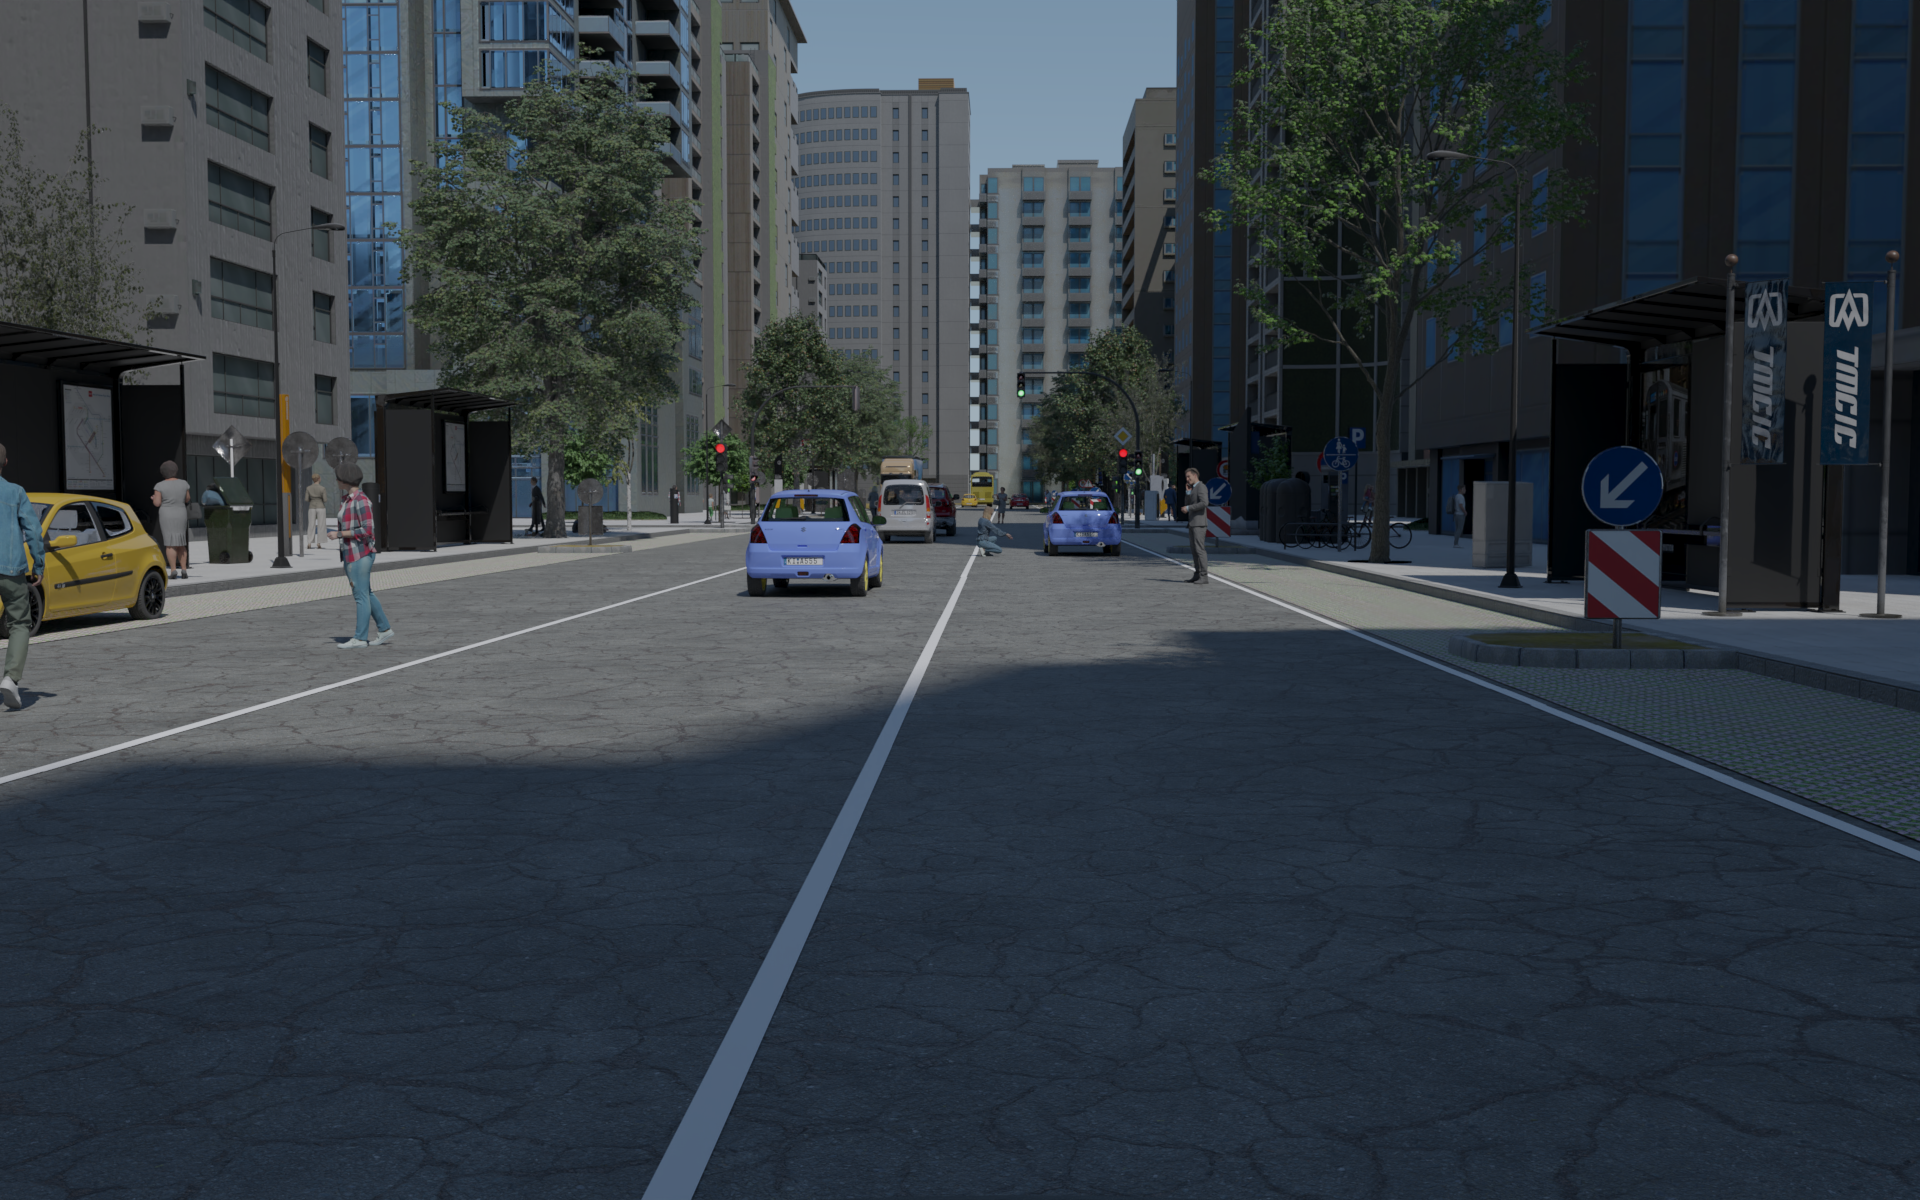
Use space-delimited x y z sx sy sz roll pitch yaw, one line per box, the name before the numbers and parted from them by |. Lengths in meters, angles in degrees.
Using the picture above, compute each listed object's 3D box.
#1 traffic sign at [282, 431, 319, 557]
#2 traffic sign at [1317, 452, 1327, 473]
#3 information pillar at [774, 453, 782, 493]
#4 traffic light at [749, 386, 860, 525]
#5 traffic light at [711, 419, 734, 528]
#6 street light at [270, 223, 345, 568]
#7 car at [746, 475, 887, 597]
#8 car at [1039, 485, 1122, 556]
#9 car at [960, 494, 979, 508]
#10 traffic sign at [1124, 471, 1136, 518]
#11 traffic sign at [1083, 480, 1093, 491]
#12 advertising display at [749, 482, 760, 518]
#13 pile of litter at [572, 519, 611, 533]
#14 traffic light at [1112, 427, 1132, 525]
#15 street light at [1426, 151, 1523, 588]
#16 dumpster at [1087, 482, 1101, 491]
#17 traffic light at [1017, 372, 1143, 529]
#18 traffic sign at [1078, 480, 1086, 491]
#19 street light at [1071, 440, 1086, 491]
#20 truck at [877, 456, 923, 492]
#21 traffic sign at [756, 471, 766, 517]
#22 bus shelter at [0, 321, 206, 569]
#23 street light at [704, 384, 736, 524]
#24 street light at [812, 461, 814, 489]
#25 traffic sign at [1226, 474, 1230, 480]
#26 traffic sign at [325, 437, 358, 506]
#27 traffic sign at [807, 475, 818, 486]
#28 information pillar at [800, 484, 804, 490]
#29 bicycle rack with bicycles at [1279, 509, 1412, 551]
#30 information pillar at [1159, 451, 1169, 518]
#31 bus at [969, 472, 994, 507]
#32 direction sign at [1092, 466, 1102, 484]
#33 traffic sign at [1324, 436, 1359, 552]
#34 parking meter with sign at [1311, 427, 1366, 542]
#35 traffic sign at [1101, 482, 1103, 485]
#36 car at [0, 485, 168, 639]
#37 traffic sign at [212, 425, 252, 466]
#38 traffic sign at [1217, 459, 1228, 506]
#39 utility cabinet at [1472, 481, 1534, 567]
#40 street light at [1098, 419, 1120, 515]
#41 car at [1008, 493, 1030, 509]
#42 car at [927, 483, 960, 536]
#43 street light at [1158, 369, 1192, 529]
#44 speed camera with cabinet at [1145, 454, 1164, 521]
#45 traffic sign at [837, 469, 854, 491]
traffic sign | -13.382 -2.143 35.137 0.768 2.556 0.104 0 4 3
traffic sign | 10.626 -3.038 49.777 0.768 2.556 0.104 1 4 11
information pillar | -10.317 -6.555 98.532 0.504 3.616 0.183 2 4 25
traffic light | -6.587 -5.996 72.699 4.771 5.953 1.251 0 4 1
traffic light | -8.882 -4.637 64.734 0.839 4.253 0.868 0 4 1
street light | -11.242 -3.506 29.871 1.470 5.913 1.316 0 4 1
car | -2.078 -0.974 25.512 1.945 1.707 3.694 0 4 2
car | 2.874 -1.933 41.200 1.945 1.707 3.694 0 3 0
car | 1.017 -10.656 184.447 2.015 1.641 3.980 0 4 1
traffic sign | 9.228 -5.716 93.563 0.768 2.556 0.104 0 4 7
traffic sign | 10.388 -8.575 140.202 0.884 2.594 0.081 0 4 4
advertising display | -10.970 -5.324 92.258 0.123 1.923 0.974 1 4 22
pile of litter | -12.157 -2.652 57.326 1.176 0.858 1.719 2 4 34
traffic light | 6.776 -5.102 72.343 0.839 4.253 0.868 0 4 1
street light | 7.008 -3.123 23.600 1.470 5.913 1.316 0 4 1
dumpster | 11.347 -8.705 144.825 1.502 2.255 1.985 0 4 2
traffic light | 4.481 -5.480 64.271 4.771 5.953 1.251 0 4 1
traffic sign | 10.411 -8.963 146.648 0.768 2.556 0.104 0 4 5
street light | 10.160 -10.689 147.301 1.470 5.913 1.316 0 4 1
truck | -4.368 -8.571 129.046 2.839 4.237 11.283 0 4 3
traffic sign | -11.246 -5.920 96.890 0.768 2.556 0.104 0 4 2
bus shelter | -13.788 -2.159 26.588 1.731 3.624 6.357 0 4 2
street light | -10.129 -6.147 73.044 1.470 5.913 1.316 0 4 1
street light | -9.083 -8.615 113.388 1.470 5.913 1.316 0 4 1
traffic sign | 10.201 -3.882 63.475 0.884 2.594 0.081 0 4 7
traffic sign | -13.794 -2.356 38.632 0.768 2.556 0.104 0 4 4
traffic sign | -9.775 -7.022 114.908 0.768 2.556 0.104 0 4 8
information pillar | -11.273 -8.030 122.638 0.504 3.616 0.183 2 4 27
bicycle rack with bicycles | 8.718 -1.655 40.448 2.925 0.926 2.852 3 5 39
information pillar | 10.977 -6.214 92.961 0.183 3.616 0.504 -3 5 -43
bus | 2.442 -12.442 194.973 2.896 3.916 12.252 0 4 0
direction sign | 11.005 -9.004 139.209 0.876 3.537 0.379 1 4 16
traffic sign | 8.428 -2.342 38.398 0.768 2.556 0.104 0 4 2
parking meter with sign | 9.982 -3.048 46.101 0.543 3.016 1.738 -2 4 -28
traffic sign | 11.892 -8.918 147.931 0.606 2.300 0.079 0 4 8
car | -10.007 -0.492 18.262 2.015 1.641 3.980 0 4 1
traffic sign | -13.850 -2.033 32.975 0.795 2.593 0.064 0 4 5
traffic sign | 9.837 -3.898 63.846 0.768 2.556 0.104 0 4 6
utility cabinet | 9.463 -1.313 30.154 1.173 1.500 0.318 -2 4 -31
street light | 9.191 -8.210 106.778 1.470 5.913 1.316 0 4 1
car | 5.546 -9.377 162.354 2.155 1.783 4.494 0 4 0
car | -1.160 -3.167 60.458 2.281 1.827 5.304 0 4 1
street light | 8.023 -5.613 64.310 1.470 5.913 1.316 0 4 1
speed camera with cabinet | 9.500 -5.519 84.576 0.660 3.252 2.038 1 4 17
traffic sign | -9.643 -8.935 139.963 2.265 3.308 0.079 1 4 10
